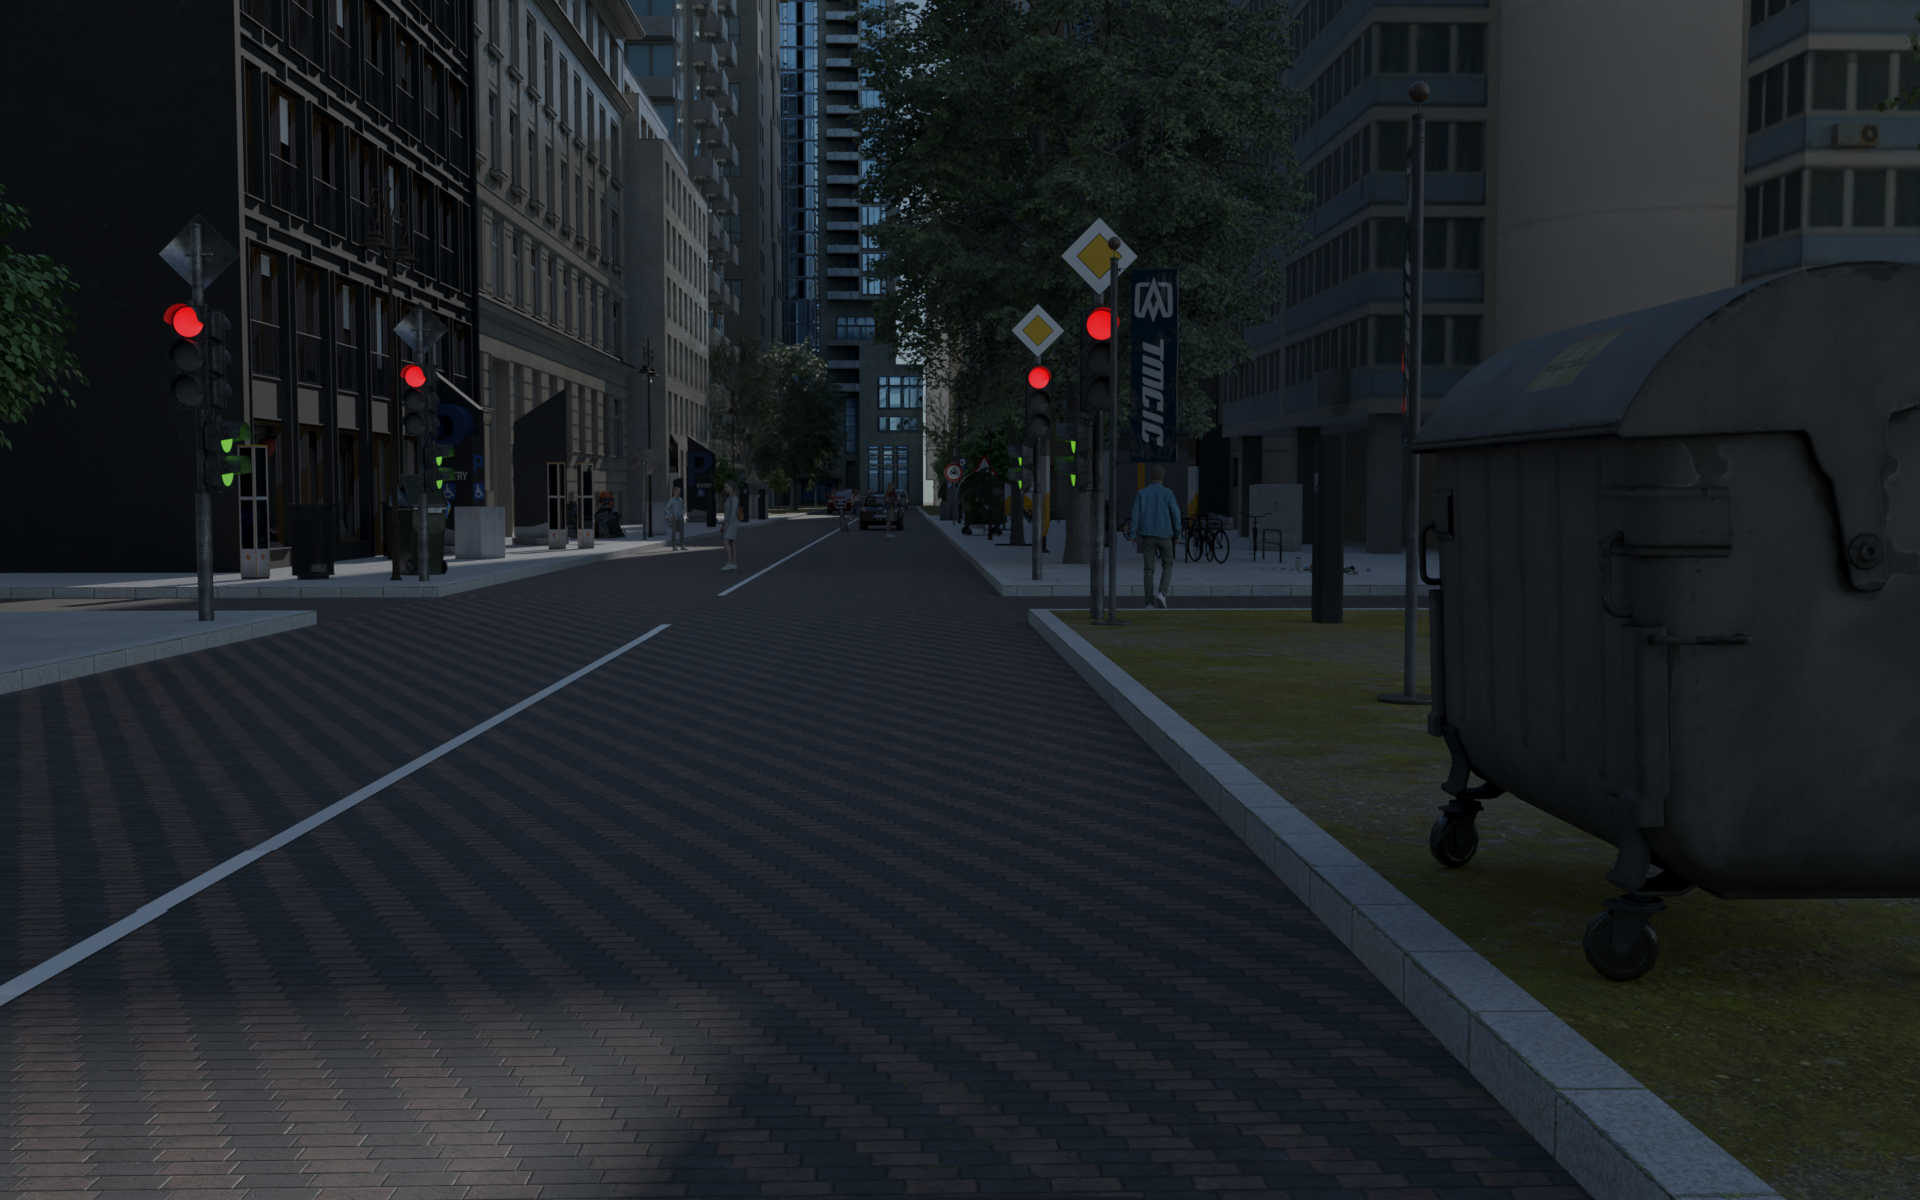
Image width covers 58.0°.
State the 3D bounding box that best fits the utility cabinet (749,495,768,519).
[{"bbox_3d":[-10.445,-4.802,89.673,1.020,1.237,0.306,0,4,-3],"label":"utility cabinet"}]

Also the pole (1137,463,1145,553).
[{"bbox_3d":[3.906,-2.663,37.379,0.158,3.312,0.155,0,3,0],"label":"pole"}]

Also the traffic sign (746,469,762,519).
[{"bbox_3d":[-10.669,-5.465,89.356,0.884,2.594,0.081,0,4,6],"label":"traffic sign"}]

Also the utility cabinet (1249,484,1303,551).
[{"bbox_3d":[7.106,-1.856,39.028,1.173,1.500,0.318,3,4,37],"label":"utility cabinet"}]

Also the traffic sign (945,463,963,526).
[{"bbox_3d":[-0.247,-4.311,70.594,0.768,2.556,0.104,0,4,-1],"label":"traffic sign"}]

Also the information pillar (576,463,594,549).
[{"bbox_3d":[-8.802,-2.215,40.708,0.304,2.012,0.304,-2,4,-34],"label":"information pillar"}]

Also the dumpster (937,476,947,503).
[{"bbox_3d":[-0.366,-5.171,87.034,1.502,2.255,1.985,0,4,-2],"label":"dumpster"}]

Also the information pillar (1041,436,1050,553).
[{"bbox_3d":[1.850,-2.837,37.735,0.183,3.616,0.504,-1,4,-12],"label":"information pillar"}]

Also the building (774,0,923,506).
[{"bbox_3d":[-19.825,-54.070,196.709,31.000,86.520,22.319,0,4,-2],"label":"building"}]

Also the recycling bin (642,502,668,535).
[{"bbox_3d":[-9.519,-2.541,54.100,0.722,1.027,0.722,0,4,-4],"label":"recycling bin"}]

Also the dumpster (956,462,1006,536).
[{"bbox_3d":[0.663,-3.165,54.249,1.502,2.255,1.985,0,4,-2],"label":"dumpster"}]

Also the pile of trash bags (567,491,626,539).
[{"bbox_3d":[-10.801,-2.539,51.260,1.912,1.369,3.447,0,4,1],"label":"pile of trash bags"}]

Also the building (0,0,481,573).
[{"bbox_3d":[-17.987,-12.567,35.144,12.332,23.373,15.834,0,4,-2],"label":"building"}]

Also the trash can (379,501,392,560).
[{"bbox_3d":[-11.033,-1.370,34.060,0.748,1.137,0.748,0,3,0],"label":"trash can"}]

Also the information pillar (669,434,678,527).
[{"bbox_3d":[-11.116,-4.643,67.274,0.183,3.616,0.504,-3,5,-44],"label":"information pillar"}]

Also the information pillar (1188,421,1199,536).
[{"bbox_3d":[6.961,-3.694,51.749,0.183,3.616,0.504,-1,4,-23],"label":"information pillar"}]

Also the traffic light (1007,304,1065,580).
[{"bbox_3d":[1.129,-2.250,25.708,0.839,4.253,0.868,0,4,-2],"label":"traffic light"}]

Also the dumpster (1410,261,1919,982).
[{"bbox_3d":[2.229,0.033,5.217,1.264,1.857,1.865,0,4,-2],"label":"dumpster"}]

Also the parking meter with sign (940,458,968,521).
[{"bbox_3d":[-0.333,-5.356,83.836,0.543,3.016,1.738,2,4,34],"label":"parking meter with sign"}]

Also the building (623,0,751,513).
[{"bbox_3d":[-26.617,-30.269,114.513,23.786,49.044,30.456,0,4,-2],"label":"building"}]

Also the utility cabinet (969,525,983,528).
[{"bbox_3d":[0.611,-3.318,65.416,0.306,1.237,1.020,-1,4,-18],"label":"utility cabinet"}]

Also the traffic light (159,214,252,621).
[{"bbox_3d":[-7.611,-1.743,17.413,0.839,4.253,0.868,0,4,-2],"label":"traffic light"}]

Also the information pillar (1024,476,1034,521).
[{"bbox_3d":[3.293,-5.583,82.632,0.504,3.616,0.183,-1,4,-8],"label":"information pillar"}]

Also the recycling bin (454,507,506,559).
[{"bbox_3d":[-9.555,-1.341,34.481,0.722,1.027,0.722,2,4,25],"label":"recycling bin"}]

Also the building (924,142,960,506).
[{"bbox_3d":[3.084,-31.249,194.522,14.086,41.232,14.154,0,4,-2],"label":"building"}]

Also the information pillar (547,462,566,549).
[{"bbox_3d":[-9.376,-2.188,40.265,0.304,2.012,0.304,1,4,18],"label":"information pillar"}]

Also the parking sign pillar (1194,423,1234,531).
[{"bbox_3d":[9.001,-4.455,61.305,1.447,3.967,1.447,2,4,29],"label":"parking sign pillar"}]

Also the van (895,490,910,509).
[{"bbox_3d":[-5.837,-9.722,165.969,2.013,2.044,4.112,0,4,-1],"label":"van"}]

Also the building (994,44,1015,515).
[{"bbox_3d":[8.947,-20.984,114.793,14.160,30.474,14.107,0,4,-2],"label":"building"}]

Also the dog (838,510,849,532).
[{"bbox_3d":[-4.531,-3.040,66.539,0.513,0.831,0.800,1,4,11],"label":"dog"}]

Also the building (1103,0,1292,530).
[{"bbox_3d":[12.408,-18.169,68.763,14.160,30.474,14.107,0,4,-2],"label":"building"}]

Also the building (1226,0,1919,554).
[{"bbox_3d":[19.834,-21.408,41.898,23.993,40.220,32.217,0,4,-2],"label":"building"}]

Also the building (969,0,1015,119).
[{"bbox_3d":[7.524,-28.083,142.753,14.154,41.232,14.086,0,4,-2],"label":"building"}]

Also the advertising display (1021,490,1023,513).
[{"bbox_3d":[1.957,-3.196,57.464,0.123,1.923,0.974,1,4,12],"label":"advertising display"}]

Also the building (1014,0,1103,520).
[{"bbox_3d":[10.191,-26.927,90.361,14.600,45.320,14.200,0,4,-2],"label":"building"}]

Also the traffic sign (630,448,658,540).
[{"bbox_3d":[-8.756,-2.930,48.011,0.768,2.556,0.104,0,4,1],"label":"traffic sign"}]

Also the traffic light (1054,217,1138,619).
[{"bbox_3d":[1.394,-1.762,17.727,0.839,4.253,0.868,0,4,-2],"label":"traffic light"}]

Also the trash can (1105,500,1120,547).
[{"bbox_3d":[3.485,-1.844,41.797,0.748,1.137,0.748,0,3,0],"label":"trash can"}]

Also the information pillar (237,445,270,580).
[{"bbox_3d":[-10.634,-1.321,26.085,0.304,2.012,0.304,1,4,19],"label":"information pillar"}]

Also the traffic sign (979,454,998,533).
[{"bbox_3d":[0.795,-3.461,56.586,0.884,2.594,0.081,0,4,-1],"label":"traffic sign"}]

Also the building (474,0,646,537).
[{"bbox_3d":[-20.850,-13.778,58.550,16.112,22.955,30.059,0,4,-2],"label":"building"}]

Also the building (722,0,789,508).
[{"bbox_3d":[-30.181,-34.763,157.612,27.495,52.752,28.713,0,4,-2],"label":"building"}]

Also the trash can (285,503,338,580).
[{"bbox_3d":[-9.757,-0.883,26.098,0.748,1.137,0.748,0,3,0],"label":"trash can"}]

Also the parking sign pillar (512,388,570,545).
[{"bbox_3d":[-10.660,-3.393,43.942,1.447,3.967,1.447,-1,4,-20],"label":"parking sign pillar"}]

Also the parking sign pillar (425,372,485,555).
[{"bbox_3d":[-10.903,-2.987,37.312,1.447,3.967,1.447,1,4,23],"label":"parking sign pillar"}]

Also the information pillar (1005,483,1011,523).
[{"bbox_3d":[2.108,-5.301,78.027,0.504,3.616,0.183,0,4,-3],"label":"information pillar"}]

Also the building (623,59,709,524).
[{"bbox_3d":[-18.173,-13.941,82.689,10.420,20.320,16.860,0,4,-2],"label":"building"}]

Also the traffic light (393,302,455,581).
[{"bbox_3d":[-7.876,-2.231,25.394,0.839,4.253,0.868,0,4,-2],"label":"traffic light"}]
